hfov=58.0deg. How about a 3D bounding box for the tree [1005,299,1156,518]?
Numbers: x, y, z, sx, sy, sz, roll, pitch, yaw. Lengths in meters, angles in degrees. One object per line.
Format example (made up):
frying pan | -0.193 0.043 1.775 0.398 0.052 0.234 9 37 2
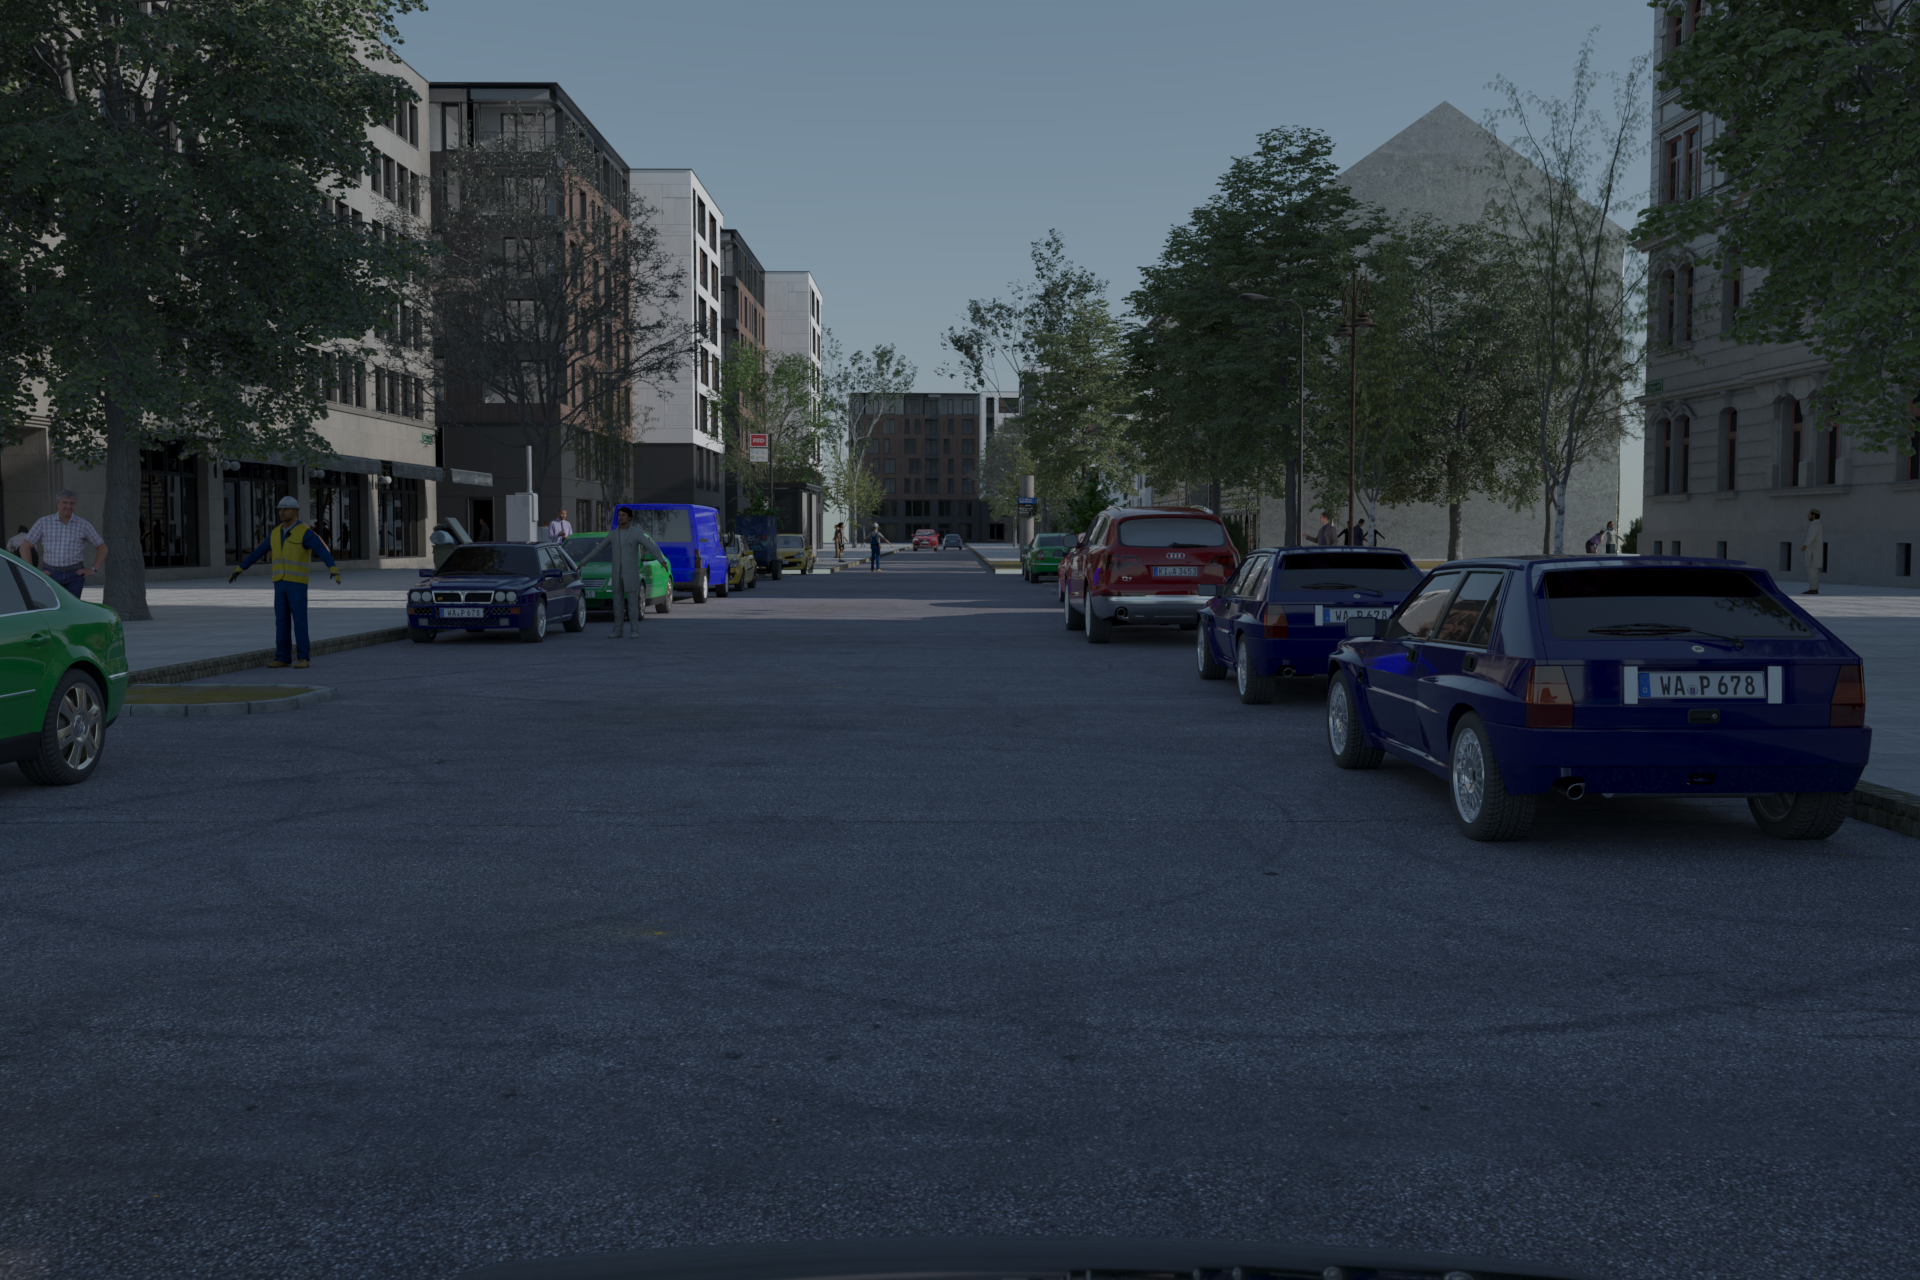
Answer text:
tree | 6.070 -10.107 83.375 7.486 12.596 7.792 0 3 0

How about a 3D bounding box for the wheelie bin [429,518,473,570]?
wheelie bin | -9.758 -1.548 33.214 0.693 1.594 0.980 0 4 -1

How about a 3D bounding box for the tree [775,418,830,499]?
tree | -9.987 -9.702 108.982 4.737 8.622 4.395 0 3 0

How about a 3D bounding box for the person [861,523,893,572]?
person | -3.203 -3.518 65.827 1.347 1.847 0.705 2 4 23

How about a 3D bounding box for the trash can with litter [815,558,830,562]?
trash can with litter | -6.908 -4.317 81.642 1.678 1.210 2.233 0 4 0

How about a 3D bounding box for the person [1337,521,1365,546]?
person | 15.992 -3.992 71.201 1.347 1.837 0.705 1 4 18

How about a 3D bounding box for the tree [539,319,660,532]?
tree | -11.851 -6.636 58.867 4.360 8.622 3.978 0 3 0

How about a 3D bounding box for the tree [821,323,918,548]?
tree | -11.004 -18.432 157.256 12.611 20.169 13.585 0 3 0

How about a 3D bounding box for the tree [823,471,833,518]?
tree | -22.360 -20.669 256.061 7.486 12.596 7.792 0 3 0

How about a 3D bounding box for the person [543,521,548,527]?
person | -17.200 -4.011 71.805 0.704 1.802 1.346 0 4 -5

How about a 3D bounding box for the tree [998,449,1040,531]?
tree | 5.506 -11.857 144.222 4.737 8.622 4.395 0 3 0

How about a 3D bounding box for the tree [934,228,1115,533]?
tree | 4.722 -15.549 110.117 12.611 20.169 13.585 0 3 0

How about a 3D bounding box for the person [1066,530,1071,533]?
person | 6.538 -5.856 101.867 1.348 1.813 0.705 0 4 3

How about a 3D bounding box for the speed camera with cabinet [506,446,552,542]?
speed camera with cabinet | -9.874 -2.774 39.691 0.660 3.252 2.038 0 3 0

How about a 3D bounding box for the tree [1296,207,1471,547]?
tree | 9.597 -5.486 40.066 4.737 8.622 4.395 0 3 0

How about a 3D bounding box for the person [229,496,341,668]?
person | -7.187 -0.619 18.547 1.349 1.833 0.705 1 4 15

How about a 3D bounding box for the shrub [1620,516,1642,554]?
shrub | 26.841 -3.906 68.285 1.690 2.028 1.600 0 3 0

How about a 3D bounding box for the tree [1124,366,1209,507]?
tree | 9.655 -7.543 73.692 4.360 8.622 3.978 0 3 0

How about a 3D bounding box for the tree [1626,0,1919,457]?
tree | 9.242 -5.904 14.658 7.486 12.596 7.792 0 3 0

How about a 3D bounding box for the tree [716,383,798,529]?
tree | -9.642 -8.173 83.984 4.360 8.622 3.978 0 3 0

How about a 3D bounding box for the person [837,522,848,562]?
person | -5.357 -4.428 78.542 0.704 1.843 1.345 1 4 11

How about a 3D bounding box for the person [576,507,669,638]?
person | -4.624 -0.931 23.859 1.347 1.806 0.705 1 4 12

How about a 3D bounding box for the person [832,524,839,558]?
person | -6.566 -5.232 91.817 0.705 1.796 1.348 -1 4 -12

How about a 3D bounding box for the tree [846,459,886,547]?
tree | -9.259 -13.342 168.506 4.737 8.622 4.395 0 3 0

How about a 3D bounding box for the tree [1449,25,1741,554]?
tree | 8.880 -4.627 26.018 4.360 8.622 3.978 0 3 0

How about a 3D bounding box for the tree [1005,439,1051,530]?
tree | 5.578 -11.240 134.139 4.737 8.622 4.395 0 3 0

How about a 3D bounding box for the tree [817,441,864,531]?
tree | -9.254 -11.363 136.142 4.737 8.622 4.395 0 3 0

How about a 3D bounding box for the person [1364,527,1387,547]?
person | 20.503 -4.876 85.916 1.347 1.806 0.705 2 4 35

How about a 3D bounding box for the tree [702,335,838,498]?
tree | -10.050 -10.140 91.550 9.928 11.665 9.643 0 3 0

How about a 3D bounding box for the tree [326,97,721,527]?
tree | -11.895 -8.454 48.591 12.009 13.543 11.850 0 3 0

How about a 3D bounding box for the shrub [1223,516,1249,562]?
shrub | 10.290 -3.781 66.241 1.690 2.028 1.600 0 3 0

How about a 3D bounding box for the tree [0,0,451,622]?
tree | -12.401 -7.265 25.440 9.857 13.997 8.962 0 3 0

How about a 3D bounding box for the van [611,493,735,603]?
van | -6.179 -2.020 37.403 2.240 2.365 5.245 0 3 0

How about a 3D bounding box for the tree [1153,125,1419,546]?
tree | 9.002 -8.012 49.121 7.486 12.596 7.792 0 3 0

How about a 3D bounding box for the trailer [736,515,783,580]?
trailer | -6.336 -2.835 53.395 1.471 1.999 3.904 0 4 0

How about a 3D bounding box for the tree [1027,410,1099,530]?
tree | 6.372 -8.927 96.326 4.360 8.622 3.978 0 3 0

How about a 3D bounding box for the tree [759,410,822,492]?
tree | -9.908 -9.188 100.588 4.360 8.622 3.978 0 3 0

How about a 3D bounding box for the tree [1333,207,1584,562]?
tree | 19.113 -9.794 66.793 9.857 13.997 8.962 0 3 0

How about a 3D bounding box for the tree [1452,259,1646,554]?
tree | 26.412 -10.210 77.311 12.009 13.543 11.850 0 3 0

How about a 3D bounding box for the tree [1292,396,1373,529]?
tree | 16.952 -7.928 79.979 4.360 8.622 3.978 0 3 0

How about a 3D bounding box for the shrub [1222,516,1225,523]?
shrub | 10.449 -3.952 69.036 1.690 2.028 1.600 0 3 0

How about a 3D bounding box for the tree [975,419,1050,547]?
tree | 4.933 -15.332 168.798 7.486 12.596 7.792 0 3 0

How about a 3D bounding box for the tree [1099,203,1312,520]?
tree | 8.533 -8.683 60.099 7.486 12.596 7.792 0 3 0

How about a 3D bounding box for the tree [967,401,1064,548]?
tree | 5.688 -15.102 157.295 12.009 13.543 11.850 0 3 0
